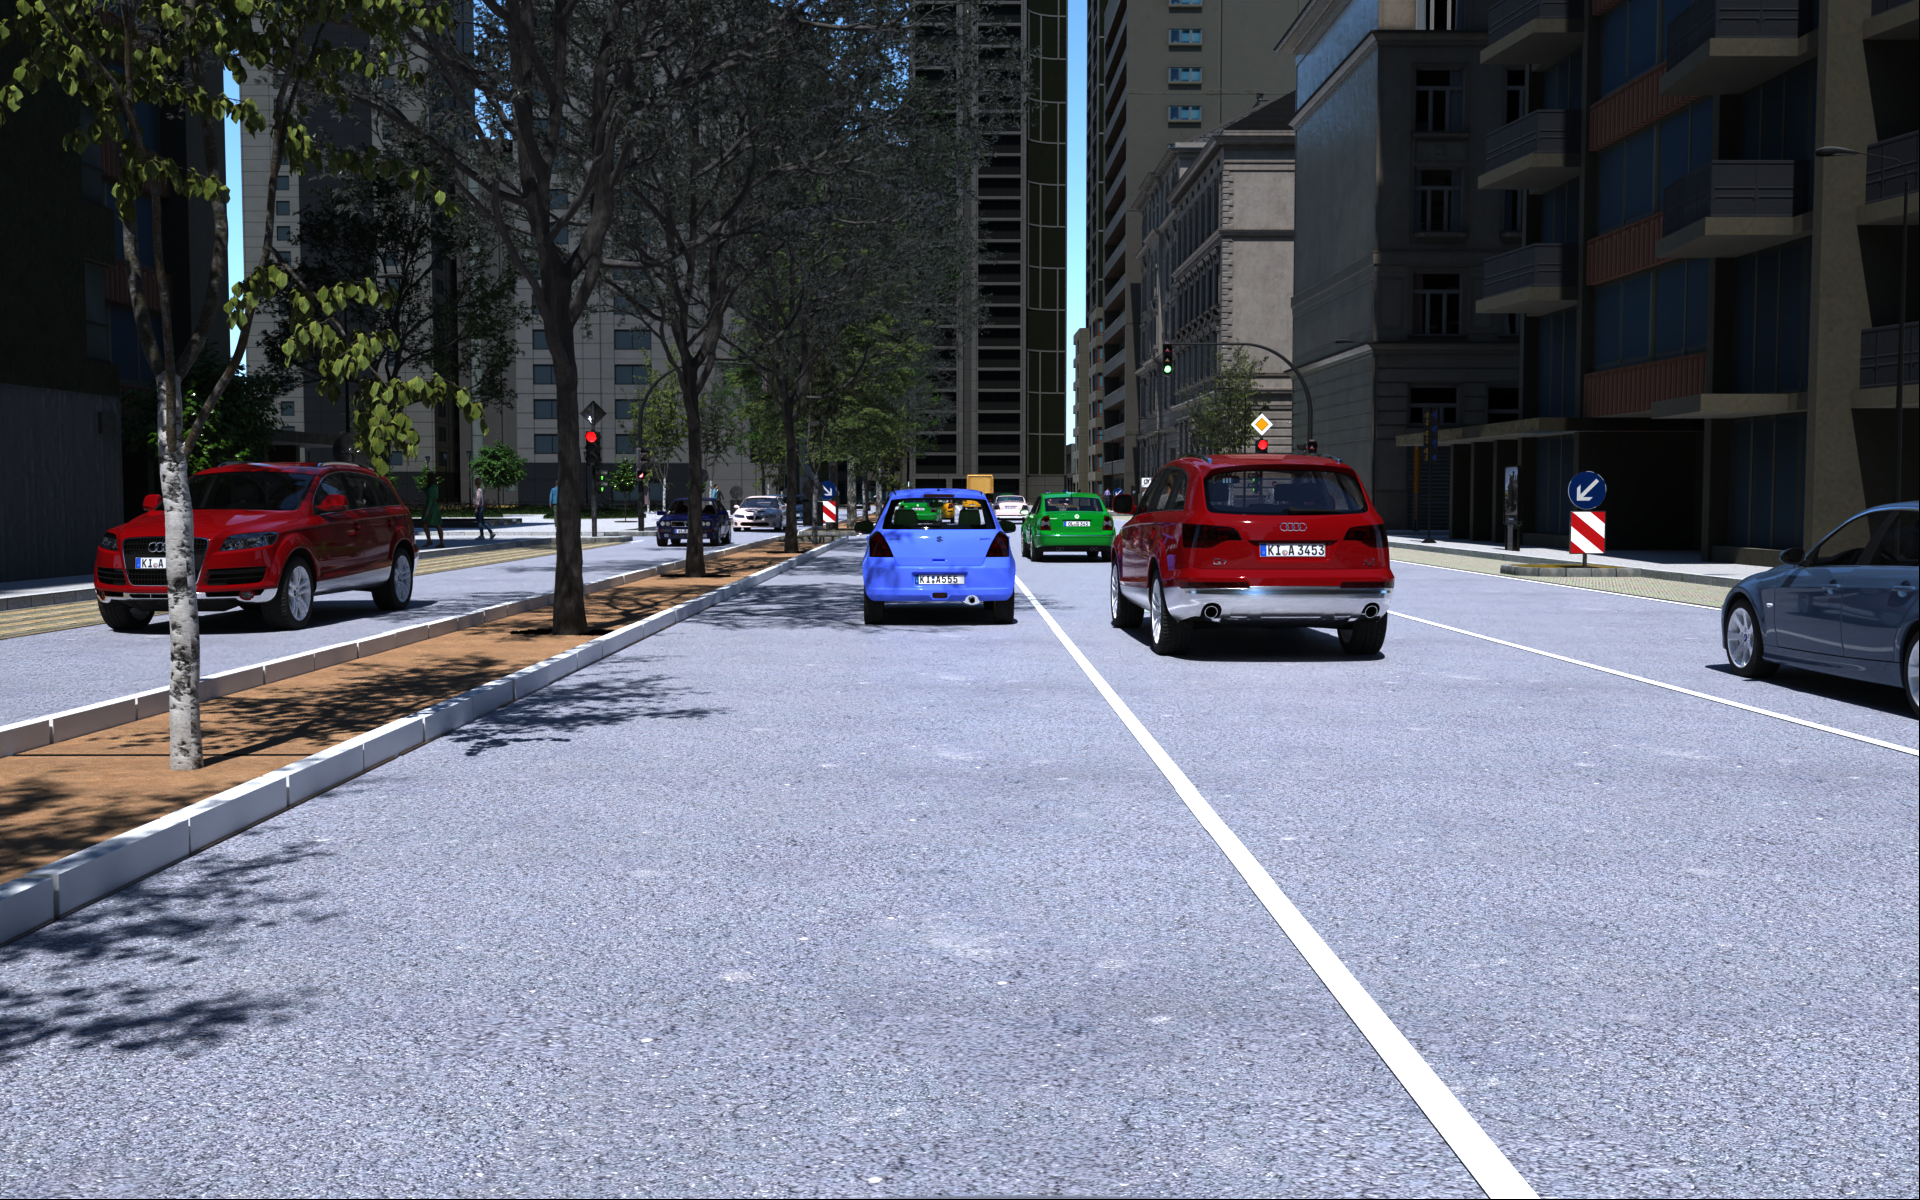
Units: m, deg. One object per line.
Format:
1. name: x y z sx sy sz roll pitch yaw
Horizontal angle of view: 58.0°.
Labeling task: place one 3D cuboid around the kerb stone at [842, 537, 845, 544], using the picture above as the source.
1. kerb stone: -3.431 -1.661 49.371 0.120 0.150 1.000 0 4 0

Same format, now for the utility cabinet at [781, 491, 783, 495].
1. utility cabinet: -13.291 -7.415 129.906 0.318 1.500 1.173 0 4 -4

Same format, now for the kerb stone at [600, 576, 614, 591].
1. kerb stone: -5.348 -0.218 25.763 0.120 0.150 1.000 0 4 0

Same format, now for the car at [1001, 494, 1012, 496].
1. car: 5.463 -11.843 202.436 1.959 1.807 4.718 0 4 1

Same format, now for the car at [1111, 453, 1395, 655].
1. car: 2.706 -0.509 16.996 2.281 1.827 5.304 0 4 -2

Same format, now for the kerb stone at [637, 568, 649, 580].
1. kerb stone: -5.372 -0.407 28.843 0.120 0.150 1.000 0 4 0

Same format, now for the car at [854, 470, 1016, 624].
1. car: -0.283 -0.661 20.406 1.945 1.707 3.694 0 4 -2

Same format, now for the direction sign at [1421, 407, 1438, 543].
1. direction sign: 12.318 -3.266 45.388 0.379 3.537 0.876 0 4 -7

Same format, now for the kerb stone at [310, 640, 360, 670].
1. kerb stone: -5.269 0.473 14.469 0.120 0.150 1.000 0 4 0

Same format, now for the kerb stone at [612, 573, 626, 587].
1. kerb stone: -5.361 -0.281 26.792 0.120 0.150 1.000 0 4 0

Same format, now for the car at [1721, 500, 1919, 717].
1. car: 6.942 -0.003 12.056 2.014 1.417 4.499 0 4 1

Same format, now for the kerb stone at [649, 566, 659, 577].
1. kerb stone: -5.386 -0.462 29.865 0.120 0.150 1.000 0 4 0

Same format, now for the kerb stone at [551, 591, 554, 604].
1. kerb stone: -5.334 -0.028 22.684 0.120 0.150 1.000 0 4 0

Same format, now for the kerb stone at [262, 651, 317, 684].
1. kerb stone: -5.258 0.536 13.447 0.120 0.150 1.000 0 4 0

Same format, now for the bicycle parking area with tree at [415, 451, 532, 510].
1. bicycle parking area with tree: -34.056 -8.014 118.038 9.016 4.147 8.231 -1 4 -20

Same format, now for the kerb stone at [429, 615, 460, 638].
1. kerb stone: -5.289 0.292 17.540 0.120 0.150 1.000 0 4 0

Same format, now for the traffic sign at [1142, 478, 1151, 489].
1. traffic sign: 11.714 -6.530 108.902 0.606 2.300 0.079 1 4 9

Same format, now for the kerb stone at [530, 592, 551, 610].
1. kerb stone: -5.325 0.034 21.653 0.120 0.150 1.000 0 4 0

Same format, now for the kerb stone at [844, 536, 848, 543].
1. kerb stone: -3.435 -1.725 50.393 0.120 0.150 1.000 0 4 0

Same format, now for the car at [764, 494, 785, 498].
1. car: -11.282 -5.694 105.093 2.014 1.417 4.499 0 4 -2

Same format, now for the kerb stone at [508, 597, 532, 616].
1. kerb stone: -5.312 0.096 20.627 0.120 0.150 1.000 0 4 0

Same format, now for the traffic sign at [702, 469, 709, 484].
1. traffic sign: -12.953 -5.292 86.628 0.768 2.556 0.104 0 4 6

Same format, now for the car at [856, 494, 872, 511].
1. car: -8.596 -8.514 148.991 2.009 1.686 4.222 0 4 -1

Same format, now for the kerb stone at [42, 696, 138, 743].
1. kerb stone: -5.233 0.723 10.374 0.120 0.150 1.000 0 4 0

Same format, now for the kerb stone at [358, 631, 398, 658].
1. kerb stone: -5.269 0.415 15.495 0.120 0.150 1.000 0 4 0

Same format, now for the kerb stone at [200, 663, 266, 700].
1. kerb stone: -5.256 0.598 12.424 0.120 0.150 1.000 0 4 0

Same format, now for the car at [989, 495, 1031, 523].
1. car: 2.406 -4.362 83.685 2.083 1.381 4.827 0 4 0

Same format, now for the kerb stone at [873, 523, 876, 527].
1. kerb stone: -3.641 -3.323 76.533 0.120 0.150 1.000 0 4 0

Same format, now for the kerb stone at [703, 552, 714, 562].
1. kerb stone: -5.440 -0.907 37.045 0.120 0.150 1.000 0 4 0

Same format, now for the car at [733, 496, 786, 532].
1. car: -7.729 -3.387 67.746 2.083 1.381 4.827 0 4 1

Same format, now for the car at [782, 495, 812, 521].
1. car: -7.763 -4.303 82.356 2.014 1.417 4.499 0 4 -2

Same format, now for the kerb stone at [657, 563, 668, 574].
1. kerb stone: -5.387 -0.532 30.887 0.120 0.150 1.000 0 4 0

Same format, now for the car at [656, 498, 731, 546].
1. car: -7.472 -2.212 48.754 1.945 1.354 3.894 0 4 -1

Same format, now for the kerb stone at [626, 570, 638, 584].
1. kerb stone: -5.359 -0.344 27.817 0.120 0.150 1.000 0 4 0

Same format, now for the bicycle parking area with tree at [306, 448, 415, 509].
1. bicycle parking area with tree: -35.998 -6.560 94.251 9.016 4.147 8.231 1 4 8

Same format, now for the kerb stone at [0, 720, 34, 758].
1. kerb stone: -5.233 0.786 9.346 0.120 0.150 1.000 0 4 0

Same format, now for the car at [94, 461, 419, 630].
1. car: -7.932 -0.690 19.959 2.281 1.827 5.304 0 4 1

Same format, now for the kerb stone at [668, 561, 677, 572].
1. kerb stone: -5.400 -0.594 31.909 0.120 0.150 1.000 0 4 0

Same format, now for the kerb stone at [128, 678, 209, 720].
1. kerb stone: -5.240 0.660 11.402 0.120 0.150 1.000 0 4 0

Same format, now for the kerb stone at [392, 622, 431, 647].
1. kerb stone: -5.282 0.347 16.517 0.120 0.150 1.000 0 4 0

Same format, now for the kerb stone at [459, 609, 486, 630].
1. kerb stone: -5.298 0.227 18.564 0.120 0.150 1.000 0 4 0

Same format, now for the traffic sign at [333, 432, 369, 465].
1. traffic sign: -12.554 -2.178 35.717 0.768 2.556 0.104 0 4 1

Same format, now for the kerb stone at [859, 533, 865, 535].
1. kerb stone: -3.530 -2.507 63.228 0.120 0.150 1.000 0 4 0

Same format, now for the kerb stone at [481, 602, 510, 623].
1. kerb stone: -5.306 0.159 19.598 0.120 0.150 1.000 0 4 0

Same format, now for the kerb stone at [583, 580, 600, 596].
1. kerb stone: -5.338 -0.155 24.735 0.120 0.150 1.000 0 4 0

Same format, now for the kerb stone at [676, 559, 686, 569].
1. kerb stone: -5.396 -0.657 32.931 0.120 0.150 1.000 0 4 0

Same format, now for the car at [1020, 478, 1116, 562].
1. car: 2.339 -1.794 38.128 1.959 1.807 4.718 0 4 -2

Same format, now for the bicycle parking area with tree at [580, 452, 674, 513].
1. bicycle parking area with tree: -23.429 -8.078 119.078 8.231 4.147 9.016 -2 4 -34
